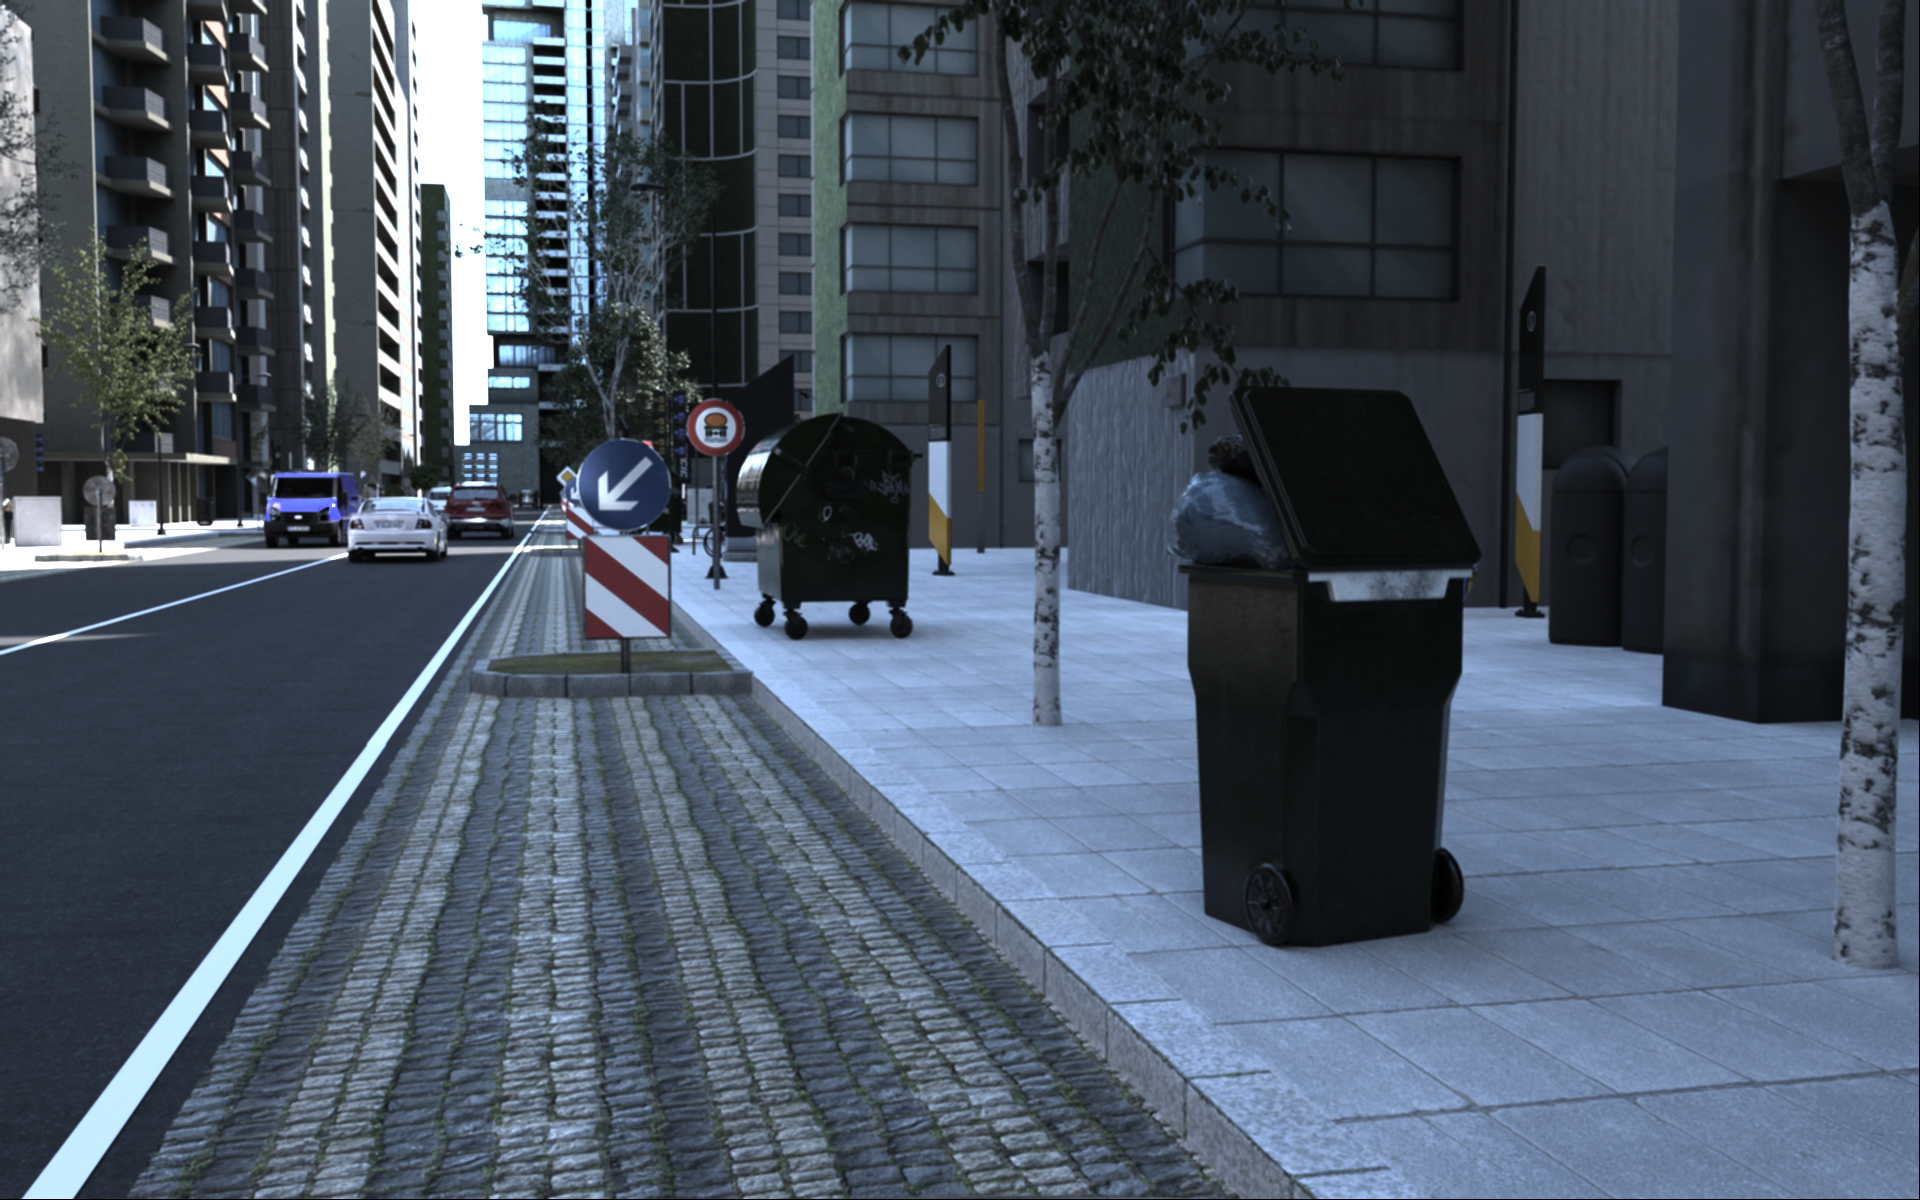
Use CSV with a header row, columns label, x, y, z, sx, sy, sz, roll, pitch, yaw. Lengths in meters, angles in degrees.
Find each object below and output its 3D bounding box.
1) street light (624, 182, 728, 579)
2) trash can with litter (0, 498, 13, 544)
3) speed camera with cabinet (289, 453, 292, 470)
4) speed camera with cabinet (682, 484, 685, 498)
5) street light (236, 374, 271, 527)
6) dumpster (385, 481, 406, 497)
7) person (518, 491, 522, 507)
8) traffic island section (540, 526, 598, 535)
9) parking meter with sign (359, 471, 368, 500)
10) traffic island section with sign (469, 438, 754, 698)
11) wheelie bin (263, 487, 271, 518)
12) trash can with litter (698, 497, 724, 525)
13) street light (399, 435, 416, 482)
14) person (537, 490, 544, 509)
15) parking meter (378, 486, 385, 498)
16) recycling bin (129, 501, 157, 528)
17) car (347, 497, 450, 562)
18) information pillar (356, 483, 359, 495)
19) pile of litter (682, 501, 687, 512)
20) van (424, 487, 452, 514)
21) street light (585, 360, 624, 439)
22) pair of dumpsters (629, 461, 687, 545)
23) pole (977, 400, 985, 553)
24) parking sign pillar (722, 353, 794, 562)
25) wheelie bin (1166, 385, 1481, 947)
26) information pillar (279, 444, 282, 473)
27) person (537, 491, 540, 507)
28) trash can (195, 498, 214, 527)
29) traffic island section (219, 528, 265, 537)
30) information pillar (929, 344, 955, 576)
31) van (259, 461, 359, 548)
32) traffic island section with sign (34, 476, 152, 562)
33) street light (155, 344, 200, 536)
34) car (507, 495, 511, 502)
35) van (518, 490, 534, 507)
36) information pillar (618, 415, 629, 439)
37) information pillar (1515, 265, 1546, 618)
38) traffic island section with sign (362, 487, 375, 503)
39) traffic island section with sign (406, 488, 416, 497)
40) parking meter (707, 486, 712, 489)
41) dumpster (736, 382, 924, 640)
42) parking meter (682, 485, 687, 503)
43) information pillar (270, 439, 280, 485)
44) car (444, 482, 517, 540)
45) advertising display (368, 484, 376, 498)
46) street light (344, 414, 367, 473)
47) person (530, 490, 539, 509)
label,x,y,z,sx,sy,sz,roll,pitch,yaw
street light,-4.236,-3.275,26.090,1.470,5.913,1.316,-1,4,-13
trash can with litter,-24.317,-1.970,43.590,0.624,1.170,1.055,1,4,21
speed camera with cabinet,-31.511,-5.375,82.219,0.660,3.252,2.038,-2,4,-25
speed camera with cabinet,-14.702,-6.122,94.423,2.038,3.252,0.660,0,4,-1
street light,-27.258,-5.765,66.802,1.470,5.913,1.316,-1,4,-13
dumpster,-43.044,-7.914,131.880,1.502,2.255,1.985,-1,4,-13
person,-48.730,-11.210,191.881,0.705,1.812,1.348,0,4,-1
traffic island section,-13.910,-2.407,61.630,2.009,0.180,2.903,-1,4,-13
parking meter with sign,-44.932,-8.276,131.577,1.738,3.016,0.543,3,5,42
traffic island section with sign,-2.658,-0.271,13.056,1.989,1.847,2.006,-1,4,-13
wheelie bin,-30.065,-4.140,75.602,0.693,1.594,0.980,-2,4,-31
trash can with litter,-10.421,-3.717,72.156,1.055,1.170,0.624,-2,4,-23
street light,-43.159,-9.957,135.329,1.470,5.913,1.316,-1,4,-13
person,-39.820,-9.547,164.561,0.705,1.831,1.348,1,4,13
parking meter,-40.996,-7.160,122.780,0.255,1.863,0.399,2,4,28
recycling bin,-31.355,-3.296,66.442,0.722,1.027,0.722,3,4,36
car,-12.313,-1.570,38.024,2.083,1.381,4.827,-1,4,-13
information pillar,-39.301,-6.619,112.707,0.304,2.012,0.304,-1,4,-10
pile of litter,-17.060,-5.720,107.493,1.719,0.858,1.176,2,4,29
van,-31.471,-5.998,105.080,2.013,2.044,4.112,-1,4,-14
street light,-12.185,-5.373,60.384,1.470,5.913,1.316,-1,4,-13
pair of dumpsters,-8.060,-2.633,45.544,1.574,2.255,4.437,-1,4,-13
pole,0.457,-2.672,37.529,0.158,3.312,0.155,0,3,0
parking sign pillar,-3.846,-2.737,33.221,1.447,3.967,1.447,-1,4,-13
wheelie bin,1.046,0.168,5.165,0.980,1.594,0.693,-2,4,-25
information pillar,-31.505,-5.414,79.867,0.504,3.616,0.183,-1,4,-17
person,-45.594,-10.867,186.852,0.551,1.740,0.621,-2,4,-32
trash can,-29.892,-3.480,68.550,0.748,1.137,0.748,0,3,0
traffic island section,-24.035,-2.264,59.297,2.009,0.180,2.903,-1,4,-13
information pillar,-0.310,-2.202,27.353,0.183,3.616,0.504,-3,4,-38
van,-17.971,-2.675,48.116,2.240,2.365,5.245,-1,4,-12
traffic island section with sign,-18.618,-1.756,37.337,1.989,1.847,2.006,-1,4,-13
street light,-24.225,-4.961,53.646,1.470,5.913,1.316,-1,4,-13
car,-54.250,-11.820,205.840,1.945,1.354,3.894,-1,4,-13
van,-49.588,-11.698,198.278,2.013,2.044,4.112,-1,4,-13
information pillar,-9.966,-3.670,51.362,0.183,3.616,0.504,-3,5,-40
information pillar,5.944,-1.633,18.055,0.183,3.616,0.504,0,4,-3
traffic island section with sign,-31.092,-5.045,91.118,1.989,1.847,2.006,-1,4,-13
traffic island section with sign,-37.275,-6.677,117.802,1.989,1.847,2.006,-1,4,-13
parking meter,-17.043,-6.849,117.691,0.399,1.863,0.255,0,3,0
dumpster,-1.222,-0.828,16.030,1.502,2.255,1.985,-1,4,-13
parking meter,-17.288,-6.300,108.723,0.255,1.863,0.399,-1,4,-15
information pillar,-29.230,-5.036,73.693,0.183,3.616,0.504,-2,4,-28
car,-15.582,-2.909,56.234,2.281,1.827,5.304,-1,4,-12
advertising display,-37.473,-6.433,110.401,0.123,1.923,0.974,0,4,6
street light,-35.210,-7.844,100.788,1.470,5.913,1.316,-1,4,-13
person,-40.967,-9.712,167.427,1.348,1.807,0.705,-3,5,-40
